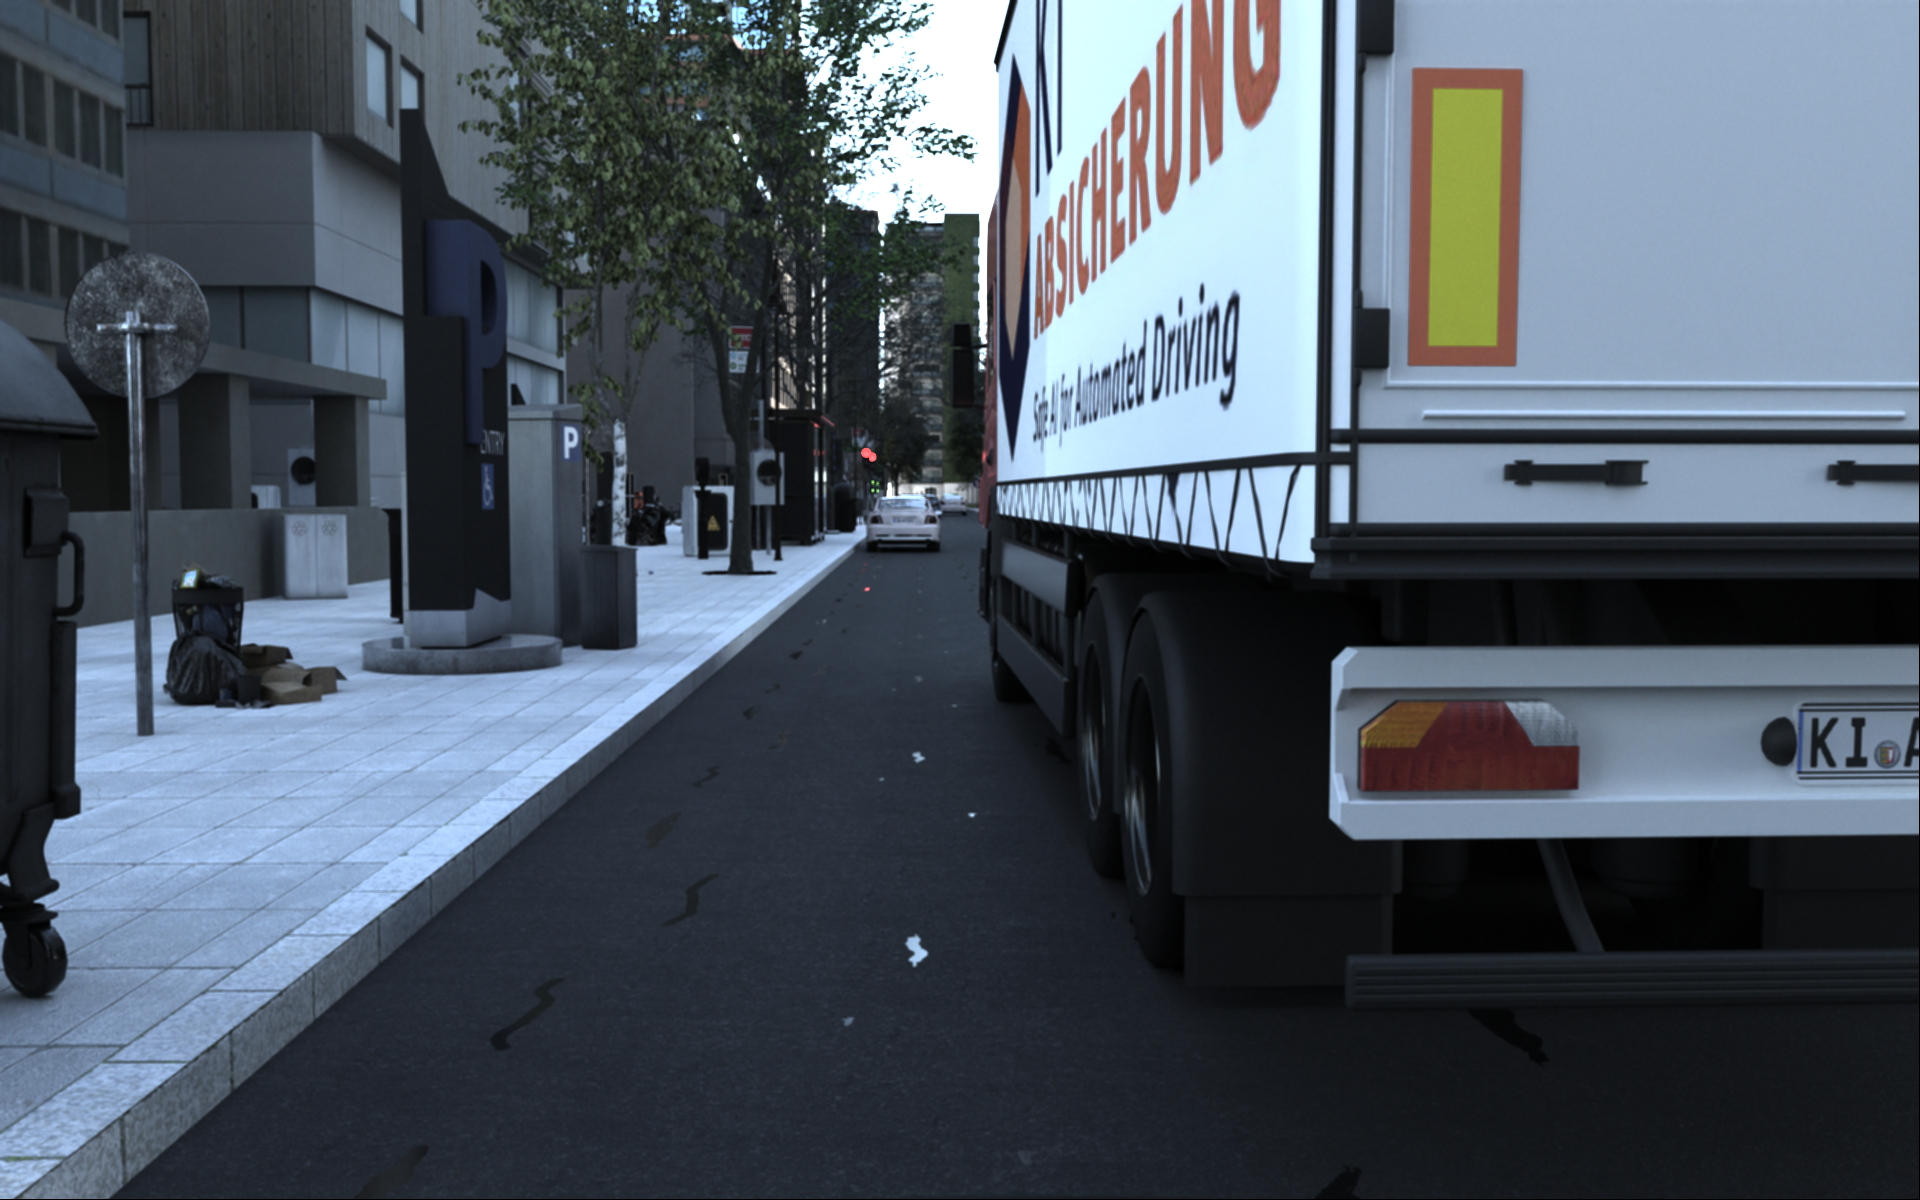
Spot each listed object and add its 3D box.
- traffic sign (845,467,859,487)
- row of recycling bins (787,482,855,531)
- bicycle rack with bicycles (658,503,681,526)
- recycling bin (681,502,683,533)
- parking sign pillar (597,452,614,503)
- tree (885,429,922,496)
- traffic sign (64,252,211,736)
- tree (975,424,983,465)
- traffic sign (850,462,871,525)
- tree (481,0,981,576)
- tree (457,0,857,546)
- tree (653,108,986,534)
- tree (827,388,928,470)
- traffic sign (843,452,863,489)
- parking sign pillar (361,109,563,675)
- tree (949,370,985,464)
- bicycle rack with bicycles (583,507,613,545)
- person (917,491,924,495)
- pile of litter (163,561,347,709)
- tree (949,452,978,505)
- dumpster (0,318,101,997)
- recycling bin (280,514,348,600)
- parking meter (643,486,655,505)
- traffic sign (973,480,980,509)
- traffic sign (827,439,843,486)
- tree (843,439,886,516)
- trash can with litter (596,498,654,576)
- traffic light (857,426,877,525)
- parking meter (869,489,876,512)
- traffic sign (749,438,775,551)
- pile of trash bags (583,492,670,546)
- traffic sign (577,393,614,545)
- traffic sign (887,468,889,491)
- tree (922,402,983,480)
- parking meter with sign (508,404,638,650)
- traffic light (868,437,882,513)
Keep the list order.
[{"bbox_3d":[-5.081,-5.035,82.421,0.768,2.556,0.104,0,4,6],"label":"traffic sign"},{"bbox_3d":[-5.227,-3.285,60.828,3.534,1.692,1.069,-2,4,-35],"label":"row of recycling bins"},{"bbox_3d":[-11.378,-3.496,70.536,2.925,0.926,2.852,1,4,21],"label":"bicycle rack with bicycles"},{"bbox_3d":[-8.829,-2.736,57.285,0.722,1.027,0.722,0,4,-5],"label":"recycling bin"},{"bbox_3d":[-16.661,-5.761,82.657,1.447,3.967,1.447,-1,4,-11],"label":"parking sign pillar"},{"bbox_3d":[-7.640,-18.270,216.834,7.486,12.596,7.792,0,3,0],"label":"tree"},{"bbox_3d":[-4.334,-0.552,9.138,0.768,2.556,0.104,0,4,0],"label":"traffic sign"},{"bbox_3d":[3.079,-11.433,137.292,4.737,8.622,4.395,0,3,0],"label":"tree"},{"bbox_3d":[-4.067,-4.322,70.661,0.884,2.594,0.081,0,4,5],"label":"traffic sign"},{"bbox_3d":[-3.541,-6.203,27.169,9.928,11.665,9.643,0,3,0],"label":"tree"},{"bbox_3d":[-3.443,-4.148,18.186,4.737,8.622,4.395,0,3,0],"label":"tree"},{"bbox_3d":[-4.585,-8.871,55.407,12.009,13.543,11.850,0,3,0],"label":"tree"},{"bbox_3d":[-6.881,-12.950,146.143,8.767,10.594,7.601,-1,4,-14],"label":"tree"},{"bbox_3d":[-5.833,-5.510,83.964,2.265,3.308,0.079,0,4,3],"label":"traffic sign"},{"bbox_3d":[-3.722,-1.492,12.863,1.447,3.967,1.447,0,4,-1],"label":"parking sign pillar"},{"bbox_3d":[2.716,-10.748,110.140,7.601,10.594,8.767,0,4,5],"label":"tree"},{"bbox_3d":[-9.771,-1.676,40.790,2.925,0.926,2.852,2,4,27],"label":"bicycle rack with bicycles"},{"bbox_3d":[-3.986,-10.040,173.459,0.742,1.727,0.445,0,4,1],"label":"person"},{"bbox_3d":[-4.562,0.174,11.127,1.176,0.858,1.719,-1,4,-10],"label":"pile of litter"},{"bbox_3d":[0.880,-16.213,215.441,4.360,8.622,3.978,0,3,0],"label":"tree"},{"bbox_3d":[-2.860,0.128,3.670,1.264,1.857,1.865,0,4,-1],"label":"dumpster"},{"bbox_3d":[-7.984,-0.541,21.396,0.722,1.027,0.722,-2,4,-25],"label":"recycling bin"},{"bbox_3d":[-9.761,-2.810,54.361,0.372,1.533,0.369,0,3,0],"label":"parking meter"},{"bbox_3d":[1.537,-9.295,152.073,0.768,2.556,0.104,0,4,3],"label":"traffic sign"},{"bbox_3d":[-5.397,-4.263,63.577,2.265,3.308,0.079,0,4,8],"label":"traffic sign"},{"bbox_3d":[-6.029,-7.209,101.581,4.285,4.588,4.351,0,3,0],"label":"tree"},{"bbox_3d":[-5.651,-0.994,27.313,1.678,1.210,2.233,-1,4,-21],"label":"trash can with litter"},{"bbox_3d":[-3.850,-5.066,71.750,0.839,4.253,0.868,0,4,-1],"label":"traffic light"},{"bbox_3d":[-4.376,-4.783,86.621,0.372,1.533,0.369,0,3,0],"label":"parking meter"},{"bbox_3d":[-4.551,-2.380,39.014,0.768,2.556,0.104,0,4,6],"label":"traffic sign"},{"bbox_3d":[-7.786,-2.066,43.528,3.447,1.369,1.912,1,4,20],"label":"pile of trash bags"},{"bbox_3d":[-4.676,-1.327,21.703,0.884,2.594,0.081,0,4,1],"label":"traffic sign"},{"bbox_3d":[-6.688,-8.642,135.163,2.265,3.308,0.079,0,4,8],"label":"traffic sign"},{"bbox_3d":[1.735,-14.816,160.370,7.486,12.596,7.792,0,3,0],"label":"tree"},{"bbox_3d":[-3.567,-1.120,14.571,1.738,3.016,0.543,1,4,18],"label":"parking meter with sign"},{"bbox_3d":[-4.029,-5.554,79.733,0.839,4.253,0.868,0,4,-1],"label":"traffic light"}]
